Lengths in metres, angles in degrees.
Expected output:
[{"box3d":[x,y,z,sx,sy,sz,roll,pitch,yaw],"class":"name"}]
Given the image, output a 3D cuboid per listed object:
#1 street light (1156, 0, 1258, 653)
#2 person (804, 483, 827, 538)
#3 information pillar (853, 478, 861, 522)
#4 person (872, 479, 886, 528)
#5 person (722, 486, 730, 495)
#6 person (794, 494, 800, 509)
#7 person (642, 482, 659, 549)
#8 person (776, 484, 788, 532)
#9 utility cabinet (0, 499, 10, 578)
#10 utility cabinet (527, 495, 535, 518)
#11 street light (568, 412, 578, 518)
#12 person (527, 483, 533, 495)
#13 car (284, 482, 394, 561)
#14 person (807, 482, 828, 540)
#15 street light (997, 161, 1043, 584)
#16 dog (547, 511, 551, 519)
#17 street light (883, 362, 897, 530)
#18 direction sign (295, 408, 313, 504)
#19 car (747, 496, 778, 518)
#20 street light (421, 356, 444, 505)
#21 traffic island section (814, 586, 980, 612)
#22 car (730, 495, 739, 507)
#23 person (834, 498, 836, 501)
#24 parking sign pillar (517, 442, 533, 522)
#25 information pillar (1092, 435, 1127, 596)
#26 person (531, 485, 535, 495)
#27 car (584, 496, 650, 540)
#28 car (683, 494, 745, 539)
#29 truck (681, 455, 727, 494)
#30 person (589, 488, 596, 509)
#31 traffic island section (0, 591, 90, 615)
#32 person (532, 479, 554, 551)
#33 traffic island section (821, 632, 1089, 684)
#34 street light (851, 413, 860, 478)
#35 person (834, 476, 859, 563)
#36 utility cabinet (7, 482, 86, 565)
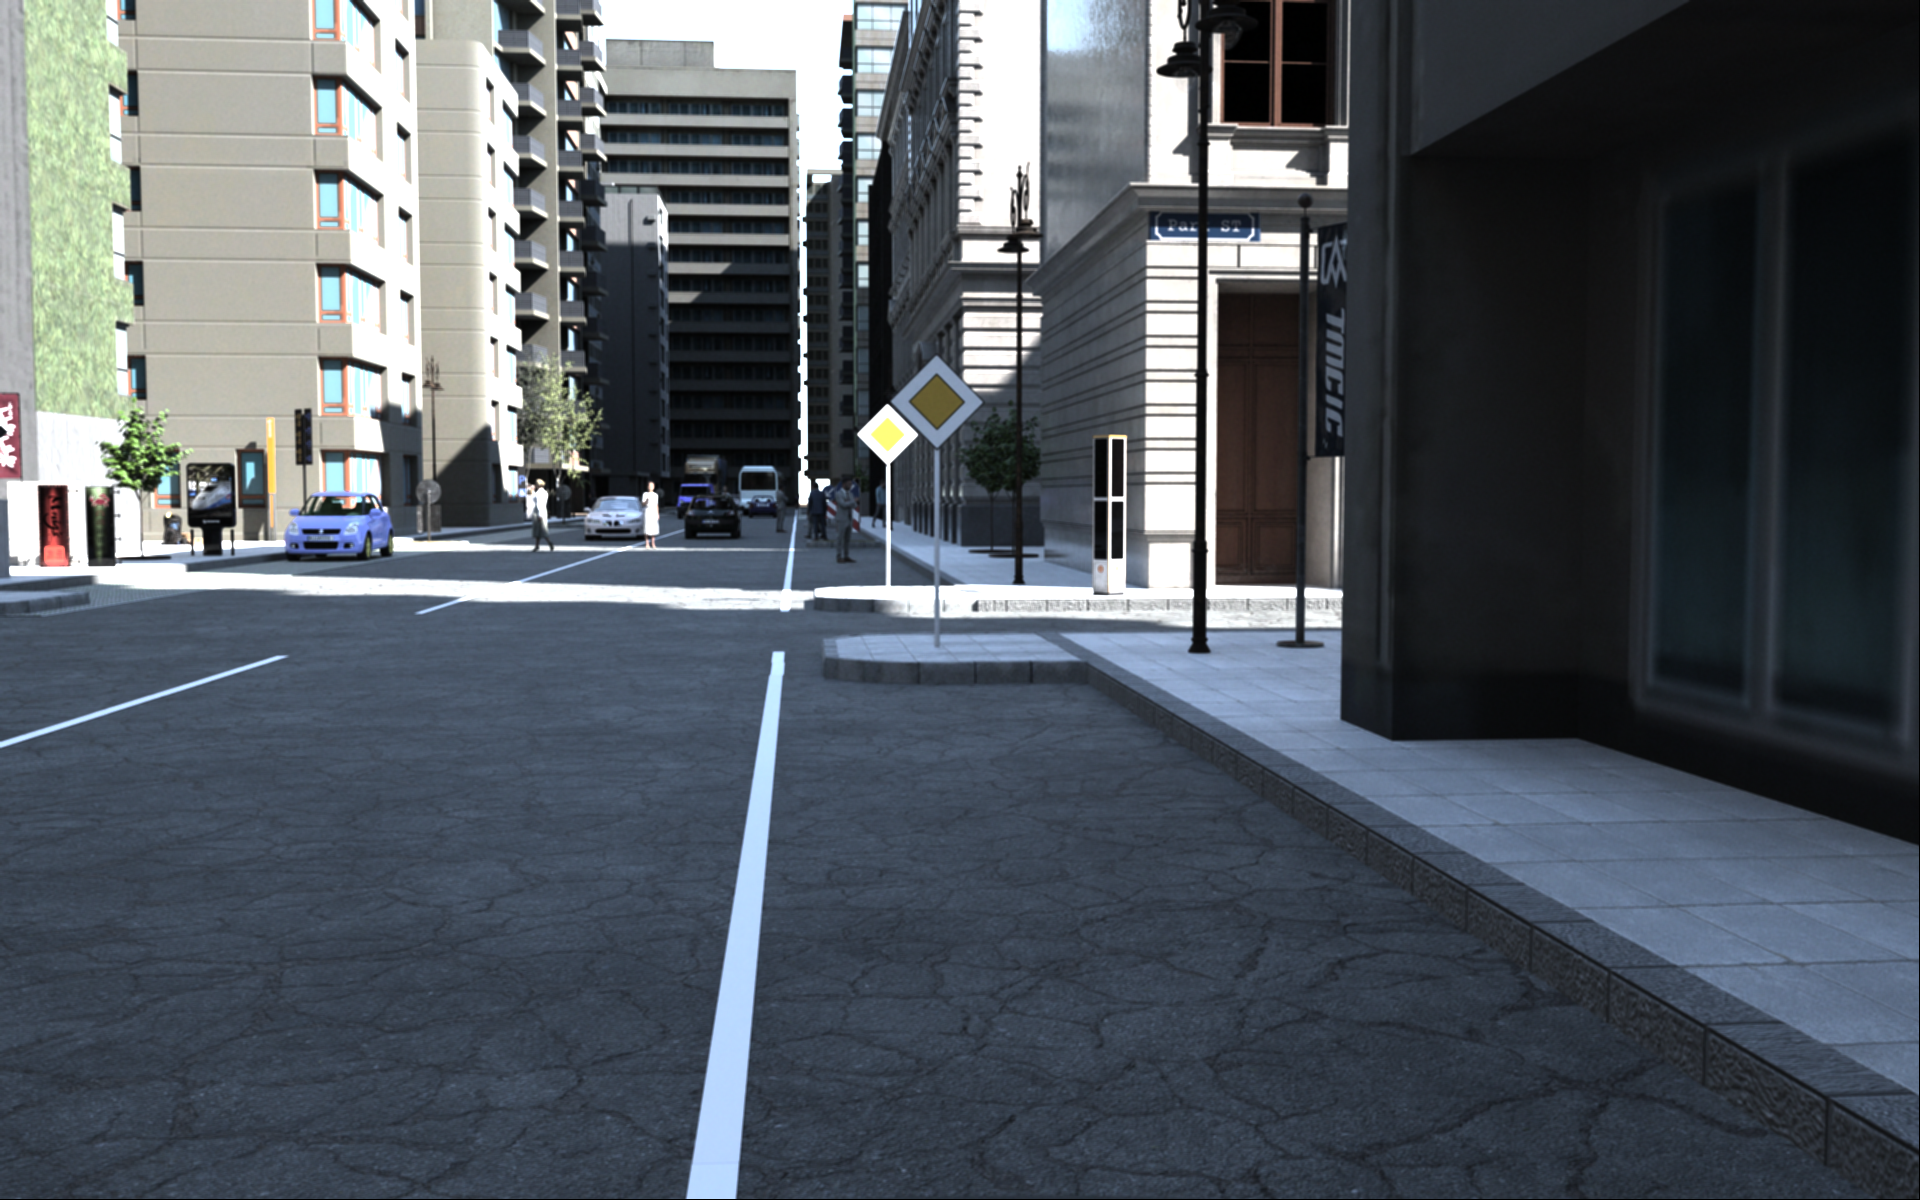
[{"box3d":[1.940,-2.512,13.858,0.468,5.910,1.993,0,4,-5],"class":"street light"},{"box3d":[-4.707,-2.906,56.109,0.767,1.812,0.694,3,5,40],"class":"person"},{"box3d":[-4.658,-4.514,78.304,0.304,2.012,0.304,0,4,-7],"class":"information pillar"},{"box3d":[-3.028,-3.691,66.257,0.638,1.841,0.748,-3,5,-42],"class":"person"},{"box3d":[-9.847,-3.929,73.097,0.694,1.780,0.624,3,5,43],"class":"person"},{"box3d":[-15.124,-9.152,161.361,0.421,1.427,0.697,-3,5,-43],"class":"person"},{"box3d":[-8.059,-2.212,45.237,0.480,1.755,0.524,-3,5,-40],"class":"person"},{"box3d":[-6.675,-3.457,65.200,0.511,1.800,0.466,3,5,43],"class":"person"},{"box3d":[-14.973,-0.946,26.628,1.020,1.237,0.306,3,5,39],"class":"utility cabinet"},{"box3d":[-21.510,-4.545,85.465,1.020,1.237,0.306,0,4,4],"class":"utility cabinet"},{"box3d":[-21.011,-7.416,94.034,0.468,5.910,1.993,0,4,-5],"class":"street light"},{"box3d":[-22.025,-5.065,88.765,0.656,1.842,0.836,2,4,27],"class":"person"},{"box3d":[-13.645,-1.745,38.123,1.945,1.707,3.694,0,4,-7],"class":"car"},{"box3d":[-4.332,-2.714,53.050,0.721,1.800,0.419,-1,4,-18],"class":"person"},{"box3d":[0.839,-3.165,24.536,0.468,5.910,1.993,0,4,-5],"class":"street light"},{"box3d":[-21.466,-4.424,90.071,0.550,0.427,0.748,2,4,35],"class":"dog"},{"box3d":[-2.443,-5.391,60.926,0.468,5.910,1.993,0,4,-5],"class":"street light"},{"box3d":[-17.473,-3.314,46.175,0.876,3.537,0.379,3,5,43],"class":"direction sign"},{"box3d":[-11.987,-5.675,105.362,1.945,1.354,3.894,0,4,-7],"class":"car"},{"box3d":[-17.615,-5.211,57.992,0.468,5.910,1.993,0,4,-5],"class":"street light"},{"box3d":[-0.891,-0.013,22.486,2.009,0.180,2.903,0,4,-5],"class":"traffic island section"},{"box3d":[-21.885,-9.517,167.958,2.083,1.381,4.827,0,4,-6],"class":"car"},{"box3d":[-9.995,-8.167,142.760,0.799,1.438,0.628,0,4,-4],"class":"person"},{"box3d":[-20.274,-5.538,79.016,1.447,3.967,1.447,-3,5,-40],"class":"parking sign pillar"},{"box3d":[1.887,-1.065,21.907,0.304,2.012,0.304,-3,5,-40],"class":"information pillar"},{"box3d":[-23.573,-5.428,95.274,0.515,1.767,0.782,0,4,2],"class":"person"},{"box3d":[-10.920,-2.631,55.385,2.083,1.381,4.827,0,4,-7],"class":"car"},{"box3d":[-8.093,-2.878,56.842,2.009,1.686,4.222,0,4,-6],"class":"car"},{"box3d":[-18.603,-8.429,126.720,2.839,4.237,11.283,0,4,-4],"class":"truck"},{"box3d":[-21.824,-5.826,102.760,0.415,1.643,0.593,0,4,4],"class":"person"},{"box3d":[-12.184,0.051,21.441,2.009,0.180,2.903,0,4,-5],"class":"traffic island section"},{"box3d":[-10.438,-2.114,43.297,0.641,1.798,0.478,2,4,28],"class":"person"},{"box3d":[-0.149,0.474,14.535,2.009,0.180,2.903,0,4,-5],"class":"traffic island section"},{"box3d":[-5.881,-7.599,97.028,0.468,5.910,1.993,0,4,-5],"class":"street light"},{"box3d":[-2.351,-1.684,36.218,0.466,1.800,0.511,1,4,23],"class":"person"},{"box3d":[-16.395,-1.371,31.098,1.173,1.500,0.318,-1,4,-8],"class":"utility cabinet"}]
